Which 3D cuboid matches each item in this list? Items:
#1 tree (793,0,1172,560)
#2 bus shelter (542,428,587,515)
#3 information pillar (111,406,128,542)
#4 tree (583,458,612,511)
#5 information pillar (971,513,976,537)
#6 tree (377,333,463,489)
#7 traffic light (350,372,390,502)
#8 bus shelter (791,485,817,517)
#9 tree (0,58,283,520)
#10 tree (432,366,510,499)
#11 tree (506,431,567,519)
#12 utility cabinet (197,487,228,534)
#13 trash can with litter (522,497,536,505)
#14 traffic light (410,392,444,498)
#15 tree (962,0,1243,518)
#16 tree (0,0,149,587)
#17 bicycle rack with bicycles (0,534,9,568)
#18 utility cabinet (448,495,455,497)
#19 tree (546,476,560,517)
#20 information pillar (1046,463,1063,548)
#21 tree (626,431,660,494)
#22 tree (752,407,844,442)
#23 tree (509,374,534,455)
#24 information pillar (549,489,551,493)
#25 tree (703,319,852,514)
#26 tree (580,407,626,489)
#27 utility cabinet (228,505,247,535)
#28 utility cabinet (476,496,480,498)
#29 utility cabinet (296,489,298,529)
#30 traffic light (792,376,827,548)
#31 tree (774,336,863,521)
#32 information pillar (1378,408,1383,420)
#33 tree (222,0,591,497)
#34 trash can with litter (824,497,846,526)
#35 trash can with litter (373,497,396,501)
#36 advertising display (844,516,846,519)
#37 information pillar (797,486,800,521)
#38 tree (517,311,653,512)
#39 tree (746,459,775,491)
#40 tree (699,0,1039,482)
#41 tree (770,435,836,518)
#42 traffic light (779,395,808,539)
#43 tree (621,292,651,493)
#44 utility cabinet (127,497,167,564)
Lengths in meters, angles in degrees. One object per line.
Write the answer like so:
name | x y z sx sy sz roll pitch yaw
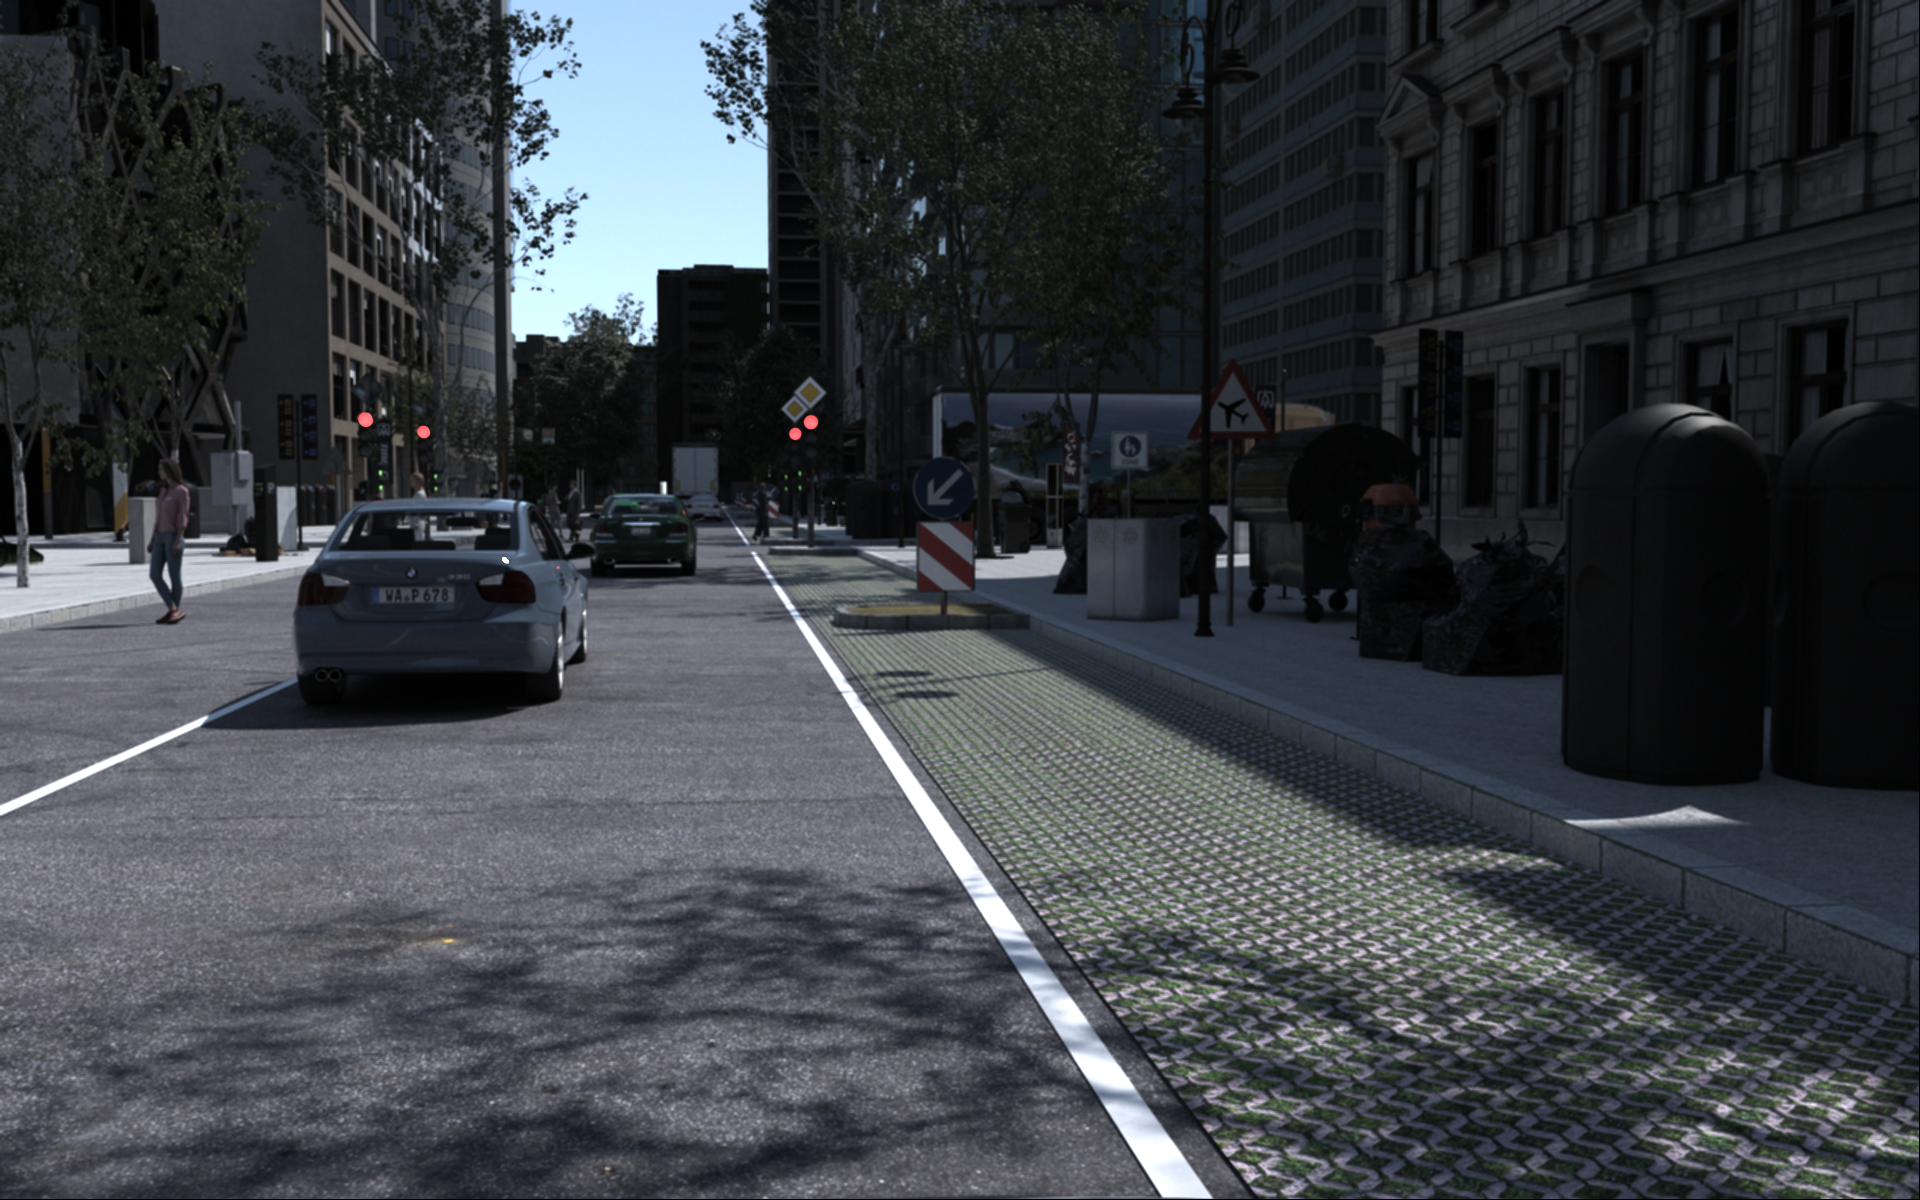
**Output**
tree | 0.338 -6.634 34.226 9.928 11.665 9.643 0 3 0
bus shelter | -24.770 -8.002 108.458 2.179 5.291 8.768 0 4 -8
information pillar | -22.427 -3.356 46.225 0.504 3.616 0.183 2 4 29
tree | -28.097 -9.105 132.578 4.285 4.588 4.351 0 3 0
information pillar | 0.367 -3.679 51.506 0.183 3.616 0.504 0 4 0
tree | -24.480 -7.854 78.771 4.737 8.622 4.395 0 3 0
traffic light | -13.594 -3.117 39.891 0.839 4.253 0.868 0 4 -8
bus shelter | -9.325 -6.741 101.493 1.731 3.624 6.357 0 4 -8
tree | -13.460 -4.810 29.004 4.737 8.622 4.395 0 3 0
tree | -28.056 -9.092 99.022 4.360 8.622 3.978 0 3 0
tree | -22.178 -6.514 90.210 4.285 4.588 4.351 0 3 0
utility cabinet | -23.900 -2.853 55.317 1.173 1.500 0.318 -2 4 -26
trash can with litter | -19.263 -4.046 77.534 0.624 1.170 1.055 0 4 1
traffic light | -14.716 -3.601 47.797 0.839 4.253 0.868 0 4 -8
tree | 1.879 -4.557 24.866 4.737 8.622 4.395 0 3 0
tree | -12.945 -4.464 23.351 4.360 8.622 3.978 0 3 0
bicycle rack with bicycles | -17.157 -0.926 28.530 2.852 0.926 2.925 2 4 31
utility cabinet | -33.313 -6.260 113.507 1.020 1.237 0.306 0 4 6
tree | -23.021 -6.232 96.492 1.663 3.219 1.824 0 3 0
information pillar | 2.242 -2.235 41.036 0.304 2.012 0.304 2 4 27
tree | -36.397 -15.124 197.635 4.737 8.622 4.395 0 3 0
tree | -12.757 -11.967 130.076 7.601 10.594 8.767 1 4 20
tree | -28.057 -9.496 105.615 4.360 8.622 3.978 0 3 0
information pillar | -27.413 -7.630 116.105 0.504 3.616 0.183 1 4 17
tree | -11.744 -12.040 113.862 9.611 12.733 9.660 0 3 0
tree | -29.722 -11.955 145.829 4.360 8.622 3.978 0 3 0
utility cabinet | -22.299 -2.625 54.074 1.020 1.237 0.306 -2 4 -27
utility cabinet | -20.551 -3.809 73.446 0.306 1.237 1.020 -2 4 -25
utility cabinet | -24.042 -3.274 62.210 0.318 1.500 1.173 -2 4 -29
traffic light | -3.585 -3.205 41.322 0.839 4.253 0.868 0 4 -8
tree | -6.784 -7.961 80.530 4.360 8.622 3.978 0 3 0
information pillar | 10.538 -3.175 43.258 0.183 3.616 0.504 -1 4 -15
tree | -18.536 -12.346 57.749 12.611 20.169 13.585 0 3 0
trash can with litter | -4.871 -3.523 68.993 1.055 1.170 0.624 1 4 13
trash can with litter | -20.901 -3.129 62.550 0.624 1.170 1.055 0 4 7
advertising display | -5.611 -4.898 85.288 0.123 1.923 0.974 -1 4 -13
information pillar | -7.924 -4.865 84.038 0.304 2.012 0.304 0 4 -7
tree | -26.303 -13.198 122.434 9.857 13.997 8.962 0 3 0
tree | -21.673 -14.463 186.828 4.737 8.622 4.395 0 3 0
tree | -1.612 -12.477 59.888 12.611 20.169 13.585 0 3 0
tree | -8.403 -6.599 91.614 4.285 4.588 4.351 0 3 0
traffic light | -4.707 -3.689 49.228 0.839 4.253 0.868 0 4 -8
tree | -30.285 -18.631 160.501 12.611 20.169 13.585 0 3 0
utility cabinet | -15.041 -1.281 32.111 0.306 1.237 1.020 0 4 -1
